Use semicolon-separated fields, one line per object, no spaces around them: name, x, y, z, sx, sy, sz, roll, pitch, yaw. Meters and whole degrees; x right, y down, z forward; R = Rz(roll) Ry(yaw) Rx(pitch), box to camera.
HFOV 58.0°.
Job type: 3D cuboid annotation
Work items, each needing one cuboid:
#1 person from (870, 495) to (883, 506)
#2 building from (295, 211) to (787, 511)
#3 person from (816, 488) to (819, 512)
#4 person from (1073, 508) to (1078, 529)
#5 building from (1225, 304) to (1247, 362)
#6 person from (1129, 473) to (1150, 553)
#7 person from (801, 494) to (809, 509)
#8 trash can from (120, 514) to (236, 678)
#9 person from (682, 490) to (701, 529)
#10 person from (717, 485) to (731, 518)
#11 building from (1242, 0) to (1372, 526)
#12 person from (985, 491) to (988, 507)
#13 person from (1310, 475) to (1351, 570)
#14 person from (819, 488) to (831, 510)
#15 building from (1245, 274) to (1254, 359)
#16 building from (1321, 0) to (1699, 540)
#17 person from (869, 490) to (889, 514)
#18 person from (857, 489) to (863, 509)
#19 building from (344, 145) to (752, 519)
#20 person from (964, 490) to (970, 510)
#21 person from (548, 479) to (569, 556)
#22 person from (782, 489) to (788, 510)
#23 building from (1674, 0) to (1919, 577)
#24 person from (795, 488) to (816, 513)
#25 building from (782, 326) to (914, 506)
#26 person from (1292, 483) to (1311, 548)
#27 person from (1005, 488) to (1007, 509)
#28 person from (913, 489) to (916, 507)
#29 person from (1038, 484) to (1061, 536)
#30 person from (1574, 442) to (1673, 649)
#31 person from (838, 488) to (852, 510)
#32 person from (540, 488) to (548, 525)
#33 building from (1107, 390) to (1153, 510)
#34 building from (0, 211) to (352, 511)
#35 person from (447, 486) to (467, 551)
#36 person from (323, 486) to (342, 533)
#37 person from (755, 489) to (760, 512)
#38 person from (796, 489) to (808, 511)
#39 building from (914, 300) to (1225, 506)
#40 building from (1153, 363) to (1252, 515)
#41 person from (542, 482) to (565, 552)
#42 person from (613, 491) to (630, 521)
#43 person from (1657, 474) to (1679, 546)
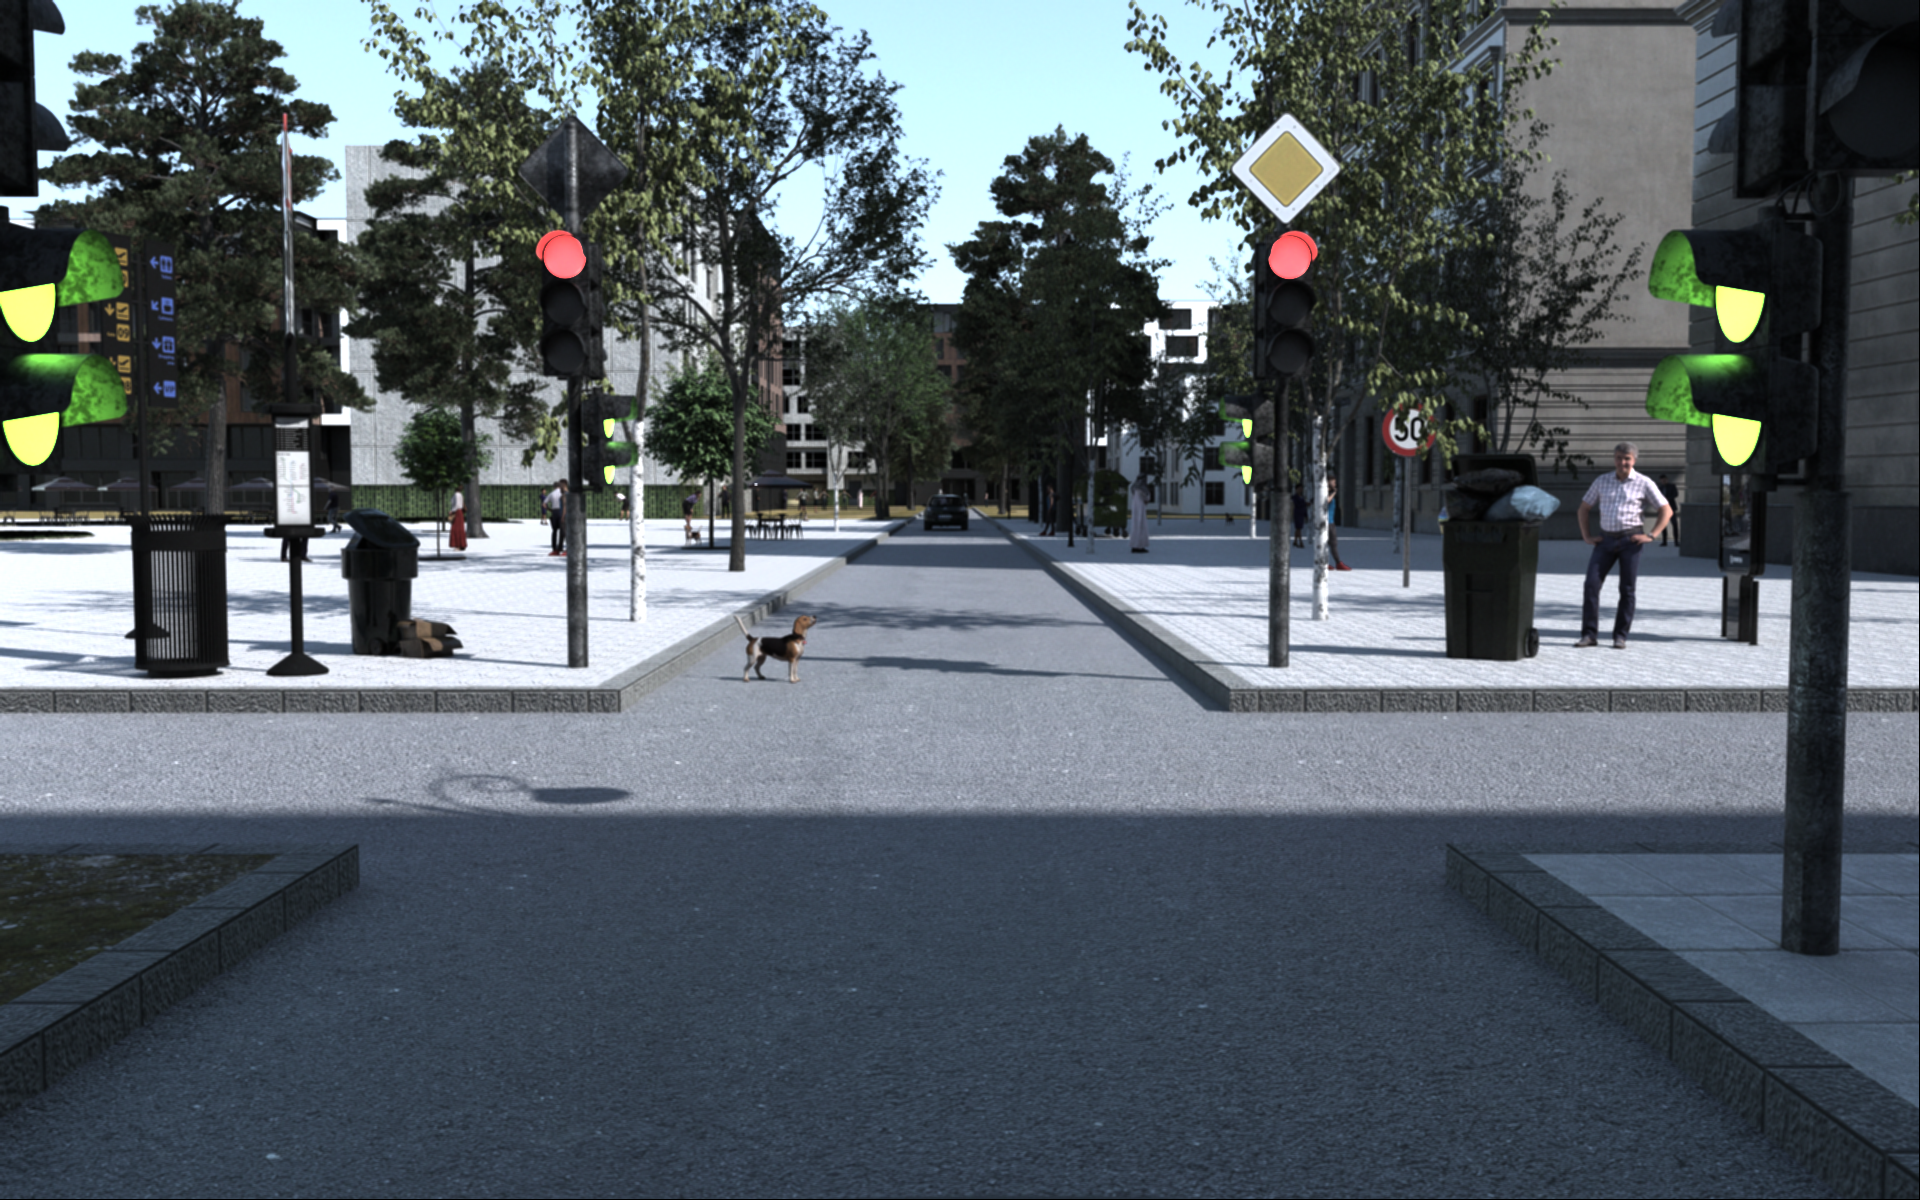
person;-6.273;-7.402;130.287;0.991;1.433;0.599;-1;4;-13
building;-31.215;-18.038;138.894;32.646;21.610;27.936;0;4;0
person;-9.964;-6.969;120.777;0.721;1.735;1.217;0;4;3
person;4.060;-3.348;63.320;0.613;1.512;0.480;2;4;27
building;43.887;-21.595;197.060;32.646;21.610;27.936;0;4;0
person;3.954;-1.903;37.826;0.621;1.740;0.551;-2;4;-27
person;-13.842;-8.996;153.119;0.705;1.826;1.348;2;4;35
trash can;-5.509;-0.036;12.242;0.748;1.137;0.748;0;3;0
person;-9.797;-3.303;63.283;0.697;1.427;0.421;0;4;-7
person;-12.555;-5.235;92.158;0.617;1.759;0.750;1;4;15
building;19.617;-15.226;77.819;11.050;23.489;19.941;0;4;0
person;2.468;-9.686;167.572;0.721;1.736;1.217;0;4;-1
person;6.235;-1.298;29.129;0.662;1.594;0.647;0;4;0
person;-10.620;-7.910;136.086;1.217;1.735;0.721;-3;5;-42
building;30.747;-17.699;145.794;11.380;20.091;16.016;0;4;0
building;19.889;-13.528;57.338;11.583;22.565;21.152;0;4;0
person;-5.171;-6.349;109.805;1.348;1.831;0.705;-1;4;-20
person;-8.703;-8.835;151.164;0.551;1.740;0.621;0;4;2
building;-22.771;-14.515;103.772;16.747;18.905;31.486;0;4;0
person;0.559;-8.919;154.408;0.705;1.814;1.350;1;4;17
person;-8.204;-1.710;35.879;0.662;1.594;0.647;-1;4;-13
person;-14.155;-8.176;140.170;0.683;1.767;0.568;2;4;30
building;26.971;-14.182;29.145;25.104;27.353;12.463;0;4;0
person;-10.576;-6.708;116.513;1.217;1.735;0.721;-3;4;-39
building;-20.803;-19.835;190.762;31.486;18.905;16.747;0;4;0
person;8.190;-2.012;41.306;0.546;1.535;0.453;2;4;31
person;4.004;-8.920;151.900;0.705;1.823;1.348;-2;4;-27
person;-4.252;-9.229;157.451;0.721;1.766;1.217;0;4;-2
person;2.761;-2.779;53.355;0.662;1.594;0.647;0;4;-6
person;5.477;-0.454;14.412;0.756;1.711;0.436;3;5;44
person;-9.080;-7.917;136.211;1.217;1.735;0.721;-1;4;-21
person;-17.074;-3.861;71.548;0.546;1.535;0.453;0;4;-7
building;17.424;-12.055;139.244;9.099;9.664;28.070;0;4;0
building;-63.862;-18.048;139.062;32.646;21.610;27.936;0;4;0
person;-11.364;-1.876;39.179;0.387;1.526;0.523;0;4;-1
person;-20.626;-2.982;57.005;0.471;1.553;0.569;3;4;37
person;-14.148;-7.044;121.237;0.705;1.821;1.348;0;4;-5
person;-12.104;-7.717;132.769;0.990;1.755;0.434;-2;4;-29
building;11.242;-21.562;196.507;32.646;21.610;27.936;0;4;0
building;18.734;-10.342;111.231;9.099;9.664;28.070;0;4;0
person;-8.957;-1.845;38.429;0.614;1.554;0.590;0;4;-4
person;-16.291;-4.530;83.293;0.799;1.438;0.628;-1;4;-18
person;17.344;-2.201;42.479;0.683;1.767;0.568;3;5;39
